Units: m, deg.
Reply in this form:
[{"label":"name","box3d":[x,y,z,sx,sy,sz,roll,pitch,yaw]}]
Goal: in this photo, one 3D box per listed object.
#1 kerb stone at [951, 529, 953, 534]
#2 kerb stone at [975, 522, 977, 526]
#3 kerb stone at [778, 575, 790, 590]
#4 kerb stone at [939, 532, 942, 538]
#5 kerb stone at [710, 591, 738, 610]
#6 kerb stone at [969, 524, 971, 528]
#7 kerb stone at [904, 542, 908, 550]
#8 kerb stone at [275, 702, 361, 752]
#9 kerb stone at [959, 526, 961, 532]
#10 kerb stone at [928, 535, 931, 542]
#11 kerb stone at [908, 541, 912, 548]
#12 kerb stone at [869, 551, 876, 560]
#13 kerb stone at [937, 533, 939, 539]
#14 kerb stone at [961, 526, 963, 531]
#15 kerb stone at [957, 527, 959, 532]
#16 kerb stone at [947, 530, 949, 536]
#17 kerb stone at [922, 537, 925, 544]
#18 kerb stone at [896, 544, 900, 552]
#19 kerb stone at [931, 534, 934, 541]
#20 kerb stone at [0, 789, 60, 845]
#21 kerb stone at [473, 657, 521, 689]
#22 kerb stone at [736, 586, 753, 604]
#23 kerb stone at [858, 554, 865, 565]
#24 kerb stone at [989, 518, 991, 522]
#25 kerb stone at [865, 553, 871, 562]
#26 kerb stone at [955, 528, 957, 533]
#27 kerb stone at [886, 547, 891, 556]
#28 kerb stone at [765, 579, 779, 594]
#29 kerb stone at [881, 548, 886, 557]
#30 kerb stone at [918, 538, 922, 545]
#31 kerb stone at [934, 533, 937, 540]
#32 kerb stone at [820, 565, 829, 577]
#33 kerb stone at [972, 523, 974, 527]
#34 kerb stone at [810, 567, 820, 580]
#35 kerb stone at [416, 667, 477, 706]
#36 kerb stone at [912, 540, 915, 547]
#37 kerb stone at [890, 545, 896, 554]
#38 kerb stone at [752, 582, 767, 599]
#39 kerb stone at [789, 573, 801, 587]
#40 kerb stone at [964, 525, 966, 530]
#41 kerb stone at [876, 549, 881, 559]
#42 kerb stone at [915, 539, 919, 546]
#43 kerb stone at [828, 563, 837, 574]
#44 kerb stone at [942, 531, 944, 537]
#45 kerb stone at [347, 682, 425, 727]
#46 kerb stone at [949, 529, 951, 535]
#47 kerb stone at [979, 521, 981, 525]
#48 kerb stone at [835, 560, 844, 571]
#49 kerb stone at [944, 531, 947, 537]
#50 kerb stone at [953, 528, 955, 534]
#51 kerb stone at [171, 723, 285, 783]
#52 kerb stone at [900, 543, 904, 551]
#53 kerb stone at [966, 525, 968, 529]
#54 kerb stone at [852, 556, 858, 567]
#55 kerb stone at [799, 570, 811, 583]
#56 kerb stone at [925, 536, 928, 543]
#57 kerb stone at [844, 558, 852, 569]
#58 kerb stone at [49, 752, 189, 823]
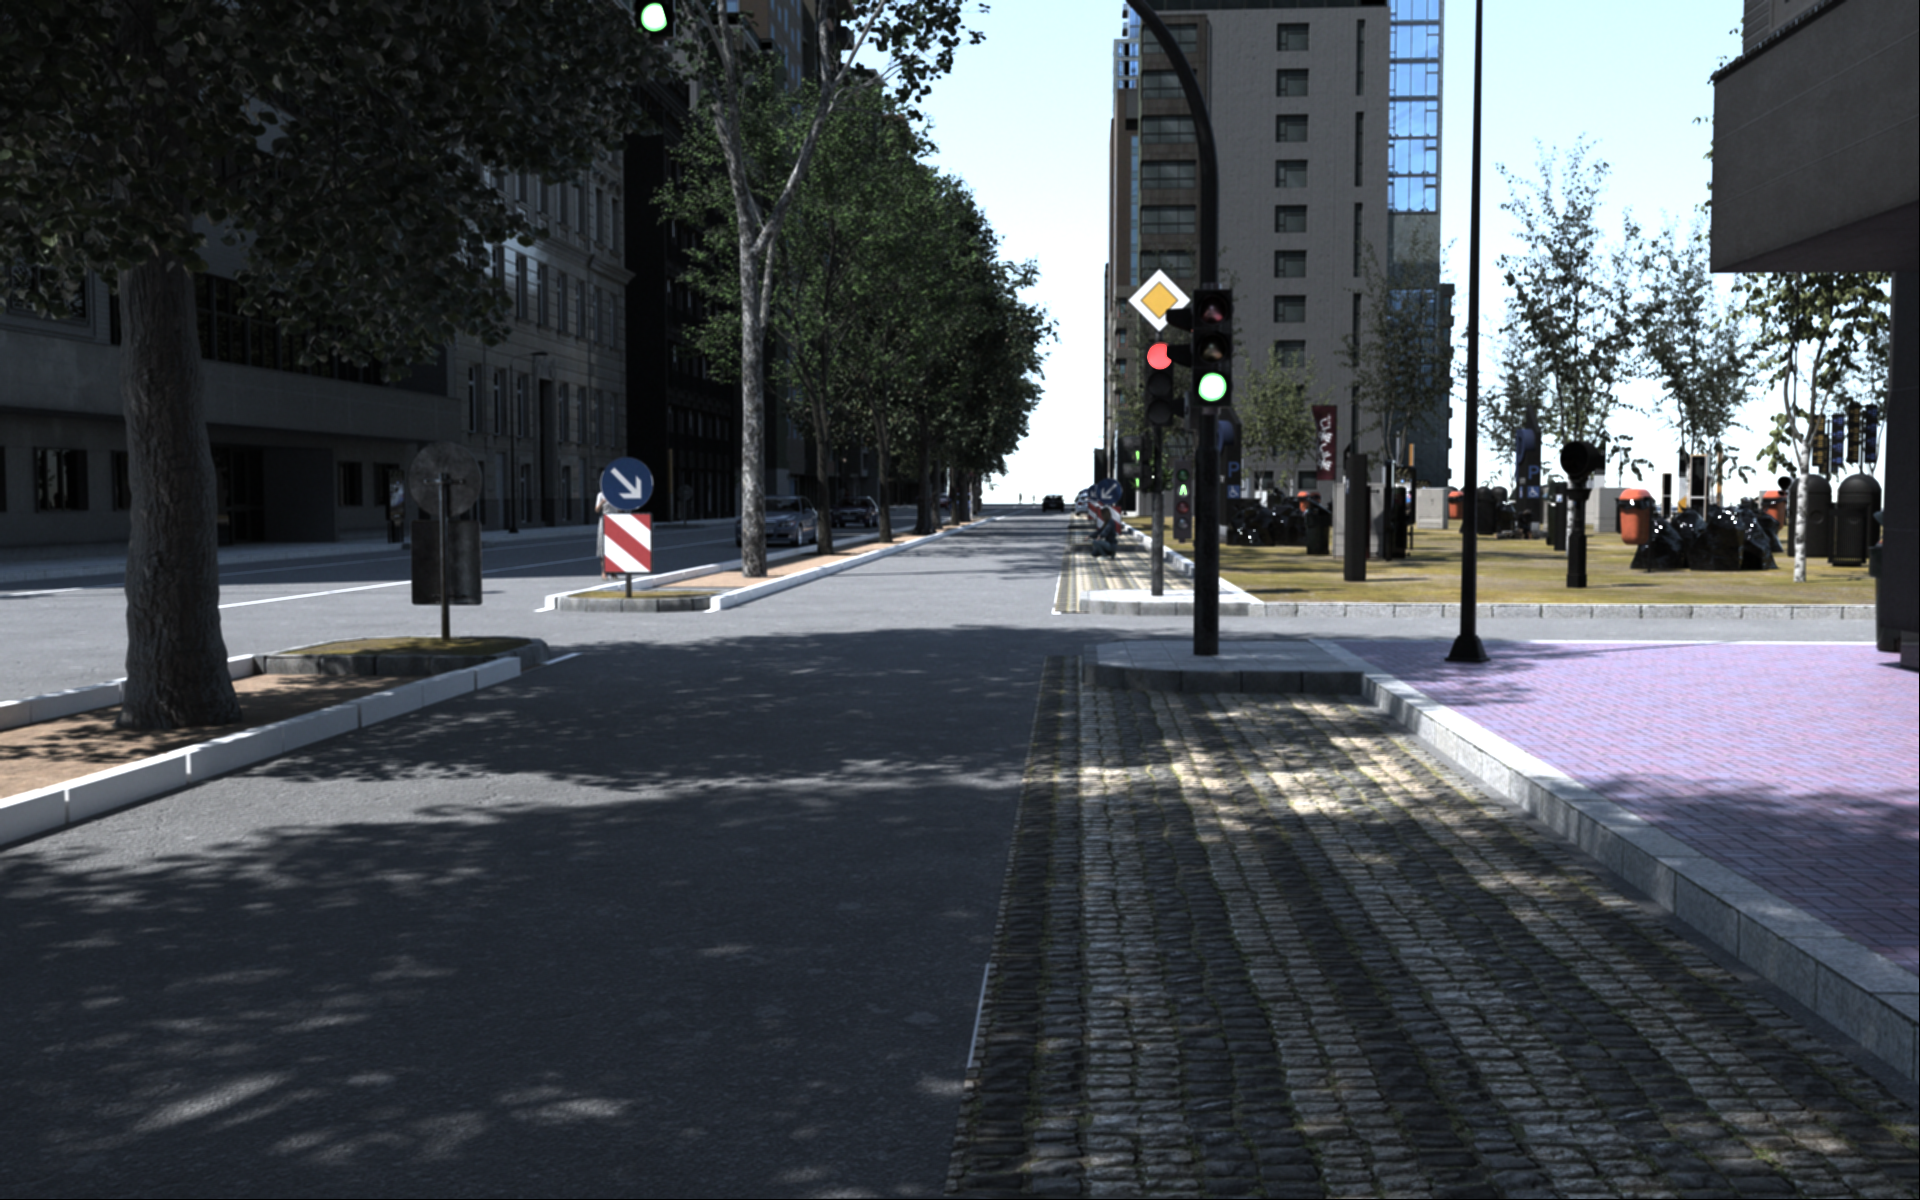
[{"label":"kerb stone","box3d":[-0.428,-2.356,60.762,0.120,0.150,1.000,0,4,4]},{"label":"kerb stone","box3d":[0.522,-3.235,75.085,0.120,0.150,1.000,0,4,4]},{"label":"kerb stone","box3d":[-2.726,-0.233,26.005,0.120,0.150,1.000,0,4,4]},{"label":"kerb stone","box3d":[-0.753,-2.046,55.644,0.120,0.150,1.000,0,4,4]},{"label":"kerb stone","box3d":[-2.994,0.017,21.910,0.120,0.150,1.000,0,4,4]},{"label":"kerb stone","box3d":[0.249,-2.985,71.003,0.120,0.150,1.000,0,4,4]},{"label":"kerb stone","box3d":[-1.510,-1.359,44.407,0.120,0.150,1.000,0,4,4]},{"label":"kerb stone","box3d":[-3.781,0.746,10.117,0.120,0.150,1.000,0,4,4]},{"label":"kerb stone","box3d":[-0.156,-2.608,64.844,0.120,0.150,1.000,0,4,4]},{"label":"kerb stone","box3d":[-1.039,-1.796,51.558,0.120,0.150,1.000,0,4,4]},{"label":"kerb stone","box3d":[-1.436,-1.417,45.434,0.120,0.150,1.000,0,4,4]},{"label":"kerb stone","box3d":[-1.980,-0.921,37.258,0.120,0.150,1.000,0,4,4]},{"label":"kerb stone","box3d":[-0.832,-1.980,54.625,0.120,0.150,1.000,0,4,4]},{"label":"kerb stone","box3d":[-0.086,-2.671,65.867,0.120,0.150,1.000,0,4,4]},{"label":"kerb stone","box3d":[-0.221,-2.546,63.821,0.120,0.150,1.000,0,4,4]},{"label":"kerb stone","box3d":[-0.553,-2.222,58.720,0.120,0.150,1.000,0,4,4]},{"label":"kerb stone","box3d":[-1.170,-1.671,49.519,0.120,0.150,1.000,0,4,4]},{"label":"kerb stone","box3d":[-1.644,-1.234,42.363,0.120,0.150,1.000,0,4,4]},{"label":"kerb stone","box3d":[-0.968,-1.858,52.578,0.120,0.150,1.000,0,4,4]},{"label":"kerb stone","box3d":[-3.980,0.928,7.029,0.120,0.150,1.000,0,4,4]},{"label":"kerb stone","box3d":[-3.565,0.558,13.188,0.120,0.150,1.000,0,4,4]},{"label":"kerb stone","box3d":[-2.925,-0.045,22.938,0.120,0.150,1.000,0,4,4]},{"label":"kerb stone","box3d":[-2.114,-0.793,35.219,0.120,0.150,1.000,0,4,4]},{"label":"kerb stone","box3d":[1.332,-3.985,87.355,0.120,0.150,1.000,0,4,4]},{"label":"kerb stone","box3d":[-2.043,-0.859,36.238,0.120,0.150,1.000,0,4,4]},{"label":"kerb stone","box3d":[-0.285,-2.483,62.801,0.120,0.150,1.000,0,4,4]},{"label":"kerb stone","box3d":[-1.778,-1.107,40.320,0.120,0.150,1.000,0,4,4]},{"label":"kerb stone","box3d":[-2.794,-0.171,24.985,0.120,0.150,1.000,0,4,4]},{"label":"kerb stone","box3d":[-1.851,-1.046,39.301,0.120,0.150,1.000,0,4,4]},{"label":"kerb stone","box3d":[-1.232,-1.609,48.499,0.120,0.150,1.000,0,4,4]},{"label":"kerb stone","box3d":[-0.899,-1.921,53.597,0.120,0.150,1.000,0,4,4]},{"label":"kerb stone","box3d":[-2.452,-0.483,30.098,0.120,0.150,1.000,0,4,4]},{"label":"kerb stone","box3d":[0.388,-3.107,73.046,0.120,0.150,1.000,0,4,4]},{"label":"kerb stone","box3d":[-2.525,-0.419,29.078,0.120,0.150,1.000,0,4,4]},{"label":"kerb stone","box3d":[-3.643,0.613,12.168,0.120,0.150,1.000,0,4,4]},{"label":"kerb stone","box3d":[-1.378,-1.479,46.460,0.120,0.150,1.000,0,4,4]},{"label":"kerb stone","box3d":[-1.707,-1.171,41.343,0.120,0.150,1.000,0,4,4]},{"label":"kerb stone","box3d":[-2.857,-0.108,23.958,0.120,0.150,1.000,0,4,4]},{"label":"kerb stone","box3d":[-2.660,-0.296,27.030,0.120,0.150,1.000,0,4,4]},{"label":"kerb stone","box3d":[0.049,-2.796,67.918,0.120,0.150,1.000,0,4,4]},{"label":"kerb stone","box3d":[-1.913,-0.984,38.281,0.120,0.150,1.000,0,4,4]},{"label":"kerb stone","box3d":[-1.304,-1.541,47.479,0.120,0.150,1.000,0,4,4]},{"label":"kerb stone","box3d":[-2.385,-0.543,31.118,0.120,0.150,1.000,0,4,4]},{"label":"kerb stone","box3d":[-0.699,-2.107,56.666,0.120,0.150,1.000,0,4,4]},{"label":"kerb stone","box3d":[-3.703,0.676,11.138,0.120,0.150,1.000,0,4,4]},{"label":"kerb stone","box3d":[-0.497,-2.296,59.740,0.120,0.150,1.000,0,4,4]},{"label":"kerb stone","box3d":[0.726,-3.422,78.152,0.120,0.150,1.000,0,4,4]},{"label":"kerb stone","box3d":[-2.324,-0.606,32.149,0.120,0.150,1.000,0,4,4]},{"label":"kerb stone","box3d":[-0.622,-2.171,57.692,0.120,0.150,1.000,0,4,4]},{"label":"kerb stone","box3d":[-0.351,-2.421,61.781,0.120,0.150,1.000,0,4,4]},{"label":"kerb stone","box3d":[-3.841,0.802,9.089,0.120,0.150,1.000,0,4,4]},{"label":"kerb stone","box3d":[-1.579,-1.296,43.387,0.120,0.150,1.000,0,4,4]},{"label":"kerb stone","box3d":[0.109,-2.859,68.943,0.120,0.150,1.000,0,4,4]},{"label":"kerb stone","box3d":[-2.182,-0.734,34.199,0.120,0.150,1.000,0,4,4]},{"label":"kerb stone","box3d":[-2.588,-0.358,28.050,0.120,0.150,1.000,0,4,4]},{"label":"kerb stone","box3d":[-1.102,-1.733,50.538,0.120,0.150,1.000,0,4,4]},{"label":"kerb stone","box3d":[-2.245,-0.671,33.169,0.120,0.150,1.000,0,4,4]},{"label":"kerb stone","box3d":[-3.909,0.867,8.049,0.120,0.150,1.000,0,4,4]}]
